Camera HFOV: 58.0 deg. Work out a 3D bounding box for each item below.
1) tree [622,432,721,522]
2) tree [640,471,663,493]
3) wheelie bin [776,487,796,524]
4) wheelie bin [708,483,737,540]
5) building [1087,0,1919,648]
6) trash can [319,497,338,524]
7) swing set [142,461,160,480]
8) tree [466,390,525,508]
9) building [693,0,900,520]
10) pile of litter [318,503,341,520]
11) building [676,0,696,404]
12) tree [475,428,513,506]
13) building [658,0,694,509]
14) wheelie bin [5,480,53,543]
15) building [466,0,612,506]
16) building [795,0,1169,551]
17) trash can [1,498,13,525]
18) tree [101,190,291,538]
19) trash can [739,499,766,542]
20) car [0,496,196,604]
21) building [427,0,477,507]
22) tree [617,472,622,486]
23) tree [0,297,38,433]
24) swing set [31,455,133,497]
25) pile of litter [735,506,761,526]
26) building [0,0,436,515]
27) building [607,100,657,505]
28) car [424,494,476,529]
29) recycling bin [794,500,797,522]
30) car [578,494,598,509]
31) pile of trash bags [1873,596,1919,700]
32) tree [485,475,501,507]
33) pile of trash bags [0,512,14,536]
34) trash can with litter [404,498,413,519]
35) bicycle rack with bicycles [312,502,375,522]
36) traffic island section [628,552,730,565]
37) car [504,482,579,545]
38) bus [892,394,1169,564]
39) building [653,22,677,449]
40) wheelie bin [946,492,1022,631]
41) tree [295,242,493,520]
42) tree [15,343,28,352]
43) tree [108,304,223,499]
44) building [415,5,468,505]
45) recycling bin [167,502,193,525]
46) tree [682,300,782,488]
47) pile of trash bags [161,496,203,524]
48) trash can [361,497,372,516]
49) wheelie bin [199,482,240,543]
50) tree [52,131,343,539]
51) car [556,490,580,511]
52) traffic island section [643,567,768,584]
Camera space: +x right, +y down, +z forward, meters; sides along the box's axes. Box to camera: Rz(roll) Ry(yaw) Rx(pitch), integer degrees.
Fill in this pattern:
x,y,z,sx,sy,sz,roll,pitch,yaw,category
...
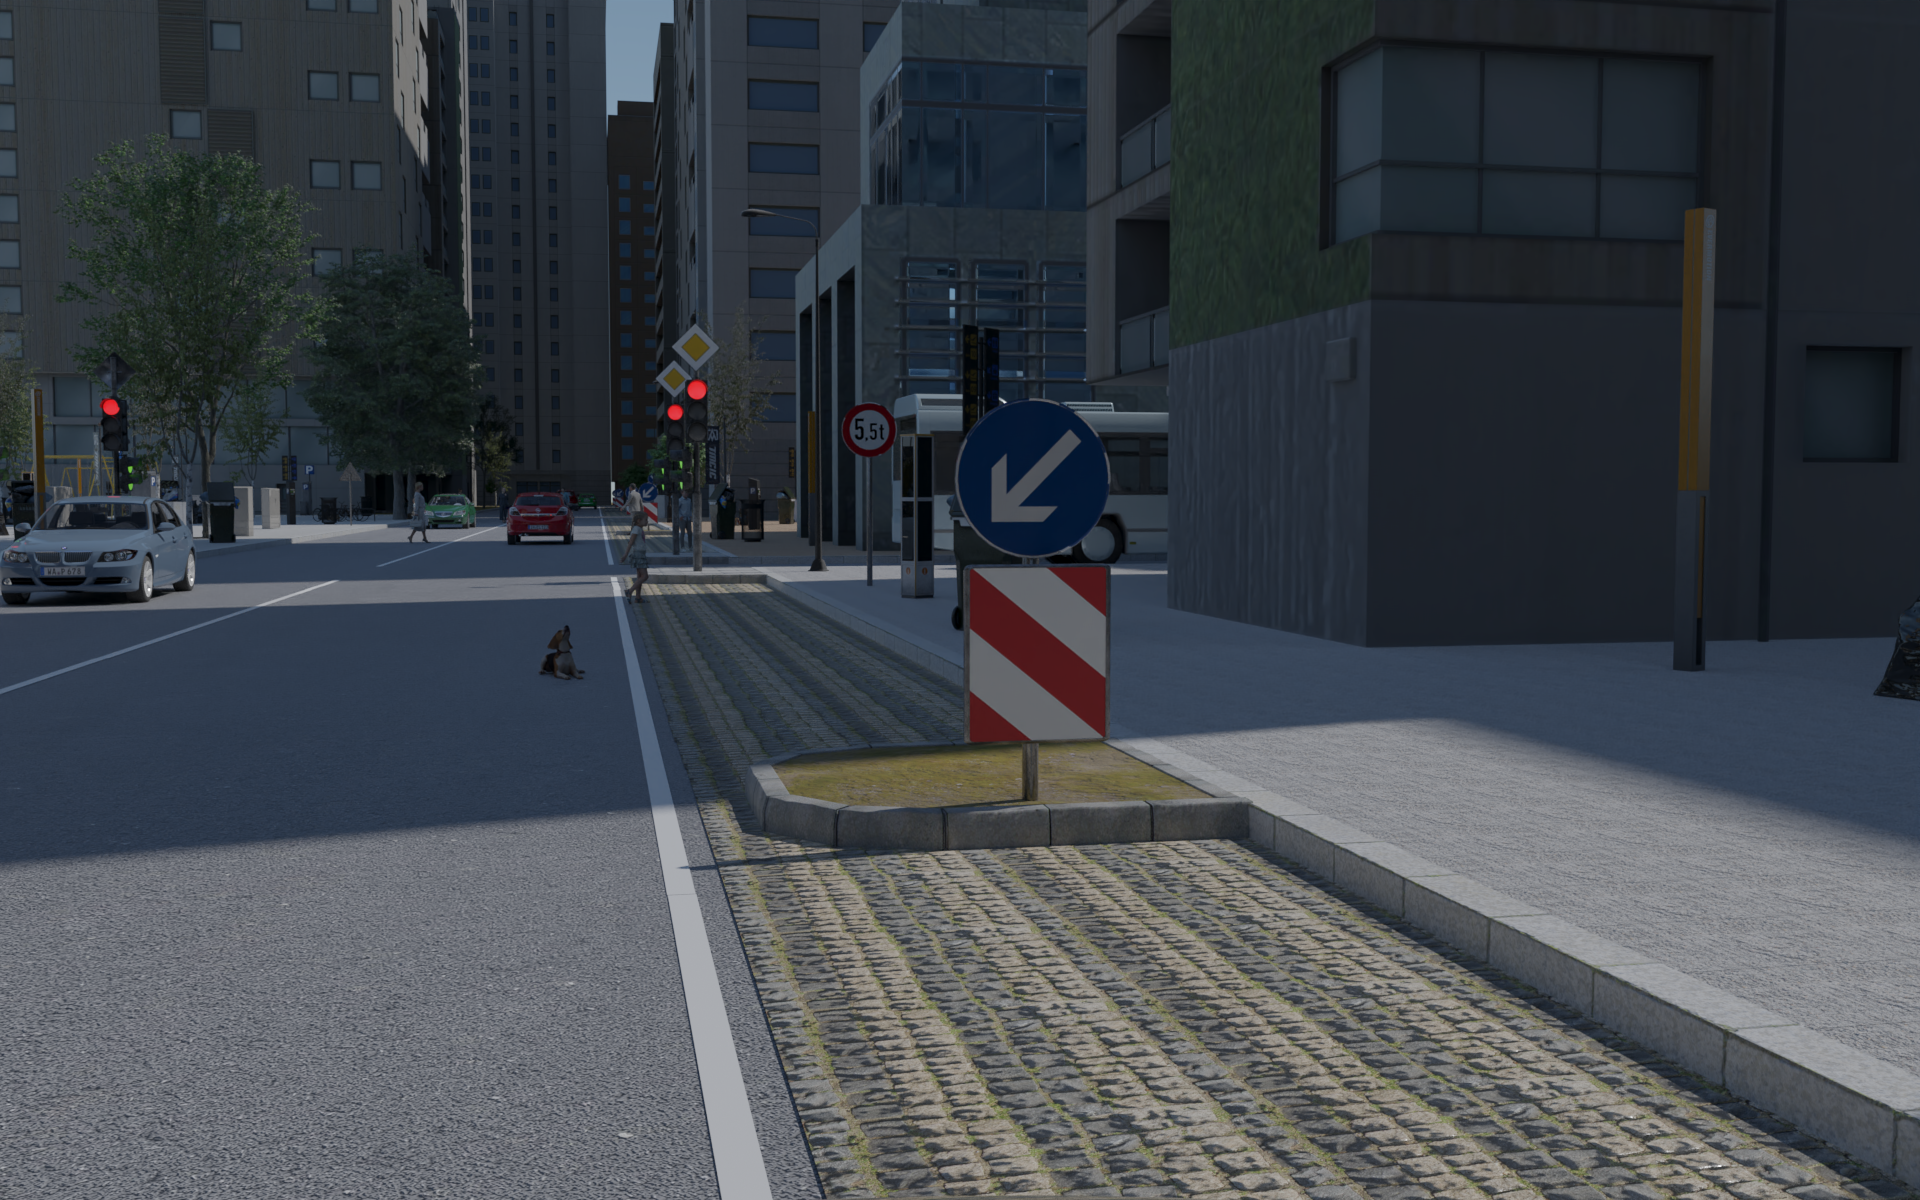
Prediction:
x,y,z,sx,sy,sz,roll,pitch,yaw,category
-12.694,-5.855,79.436,4.285,4.588,4.351,0,3,0,tree
-24.876,-8.825,138.897,1.663,3.219,1.824,0,3,0,tree
-7.409,-4.019,73.620,0.693,1.594,0.980,1,4,13,wheelie bin
-6.721,-2.519,49.096,0.693,1.594,0.980,-2,4,-31,wheelie bin
8.851,-20.656,21.324,14.154,41.232,14.086,-1,4,-12,building
-26.700,-3.770,73.289,0.748,1.137,0.748,0,3,0,trash can
-39.843,-5.188,82.445,3.119,2.851,2.862,-3,5,-42,swing set
-42.345,-13.484,154.869,8.767,10.594,7.601,3,5,44,tree
-4.528,-34.018,98.193,21.231,58.520,28.212,-1,4,-12,building
-31.535,-4.454,86.787,1.176,0.858,1.719,1,4,12,pile of litter
-7.156,-33.107,130.538,28.713,52.752,27.495,-1,4,-12,building
-47.705,-13.907,177.737,4.737,8.622,4.395,0,3,0,tree
-16.639,-43.707,152.857,20.563,71.187,20.611,-1,4,-12,building
-21.521,-1.966,40.051,0.980,1.594,0.693,-2,4,-26,wheelie bin
-55.080,-40.279,200.554,28.212,58.520,21.231,-1,4,-12,building
10.690,-45.116,50.325,31.000,86.520,22.319,-1,4,-12,building
-39.444,-3.689,71.967,0.748,1.137,0.748,0,3,0,trash can
-18.955,-5.628,42.380,4.737,8.622,4.395,0,3,0,tree
-5.555,-2.125,46.396,0.748,1.137,0.748,0,3,0,trash can
-11.925,-0.745,24.189,2.014,1.417,4.499,-1,4,-13,car
-58.392,-44.528,166.289,20.611,71.187,20.563,-1,4,-12,building
-31.315,-11.251,167.668,4.285,4.588,4.351,0,3,0,tree
-36.354,-6.977,64.429,4.360,8.622,3.978,0,3,0,tree
-37.202,-4.641,73.505,3.119,2.851,2.862,-1,4,-16,swing set
-8.921,-3.462,70.562,1.719,0.858,1.176,-1,4,-13,pile of litter
-50.964,-32.314,117.577,28.713,52.752,27.495,-1,4,-12,building
-33.540,-33.728,201.558,14.200,45.320,14.600,-1,4,-12,building
-21.364,-3.715,72.539,2.131,1.459,4.920,-1,4,-10,car
-7.208,-4.039,78.597,0.722,1.027,0.722,-3,5,-43,recycling bin
-35.070,-9.428,162.939,1.959,1.807,4.718,-1,4,-11,car
7.632,-0.090,11.220,3.447,1.369,1.912,-2,4,-34,pile of trash bags
-46.500,-10.855,172.085,1.663,3.219,1.824,0,3,0,tree
-30.211,-2.673,53.464,1.912,1.369,3.447,1,4,21,pile of trash bags
-28.350,-4.704,88.295,0.624,1.170,1.055,1,4,8,trash can with litter
-28.872,-4.143,81.125,2.925,0.926,2.852,-3,5,-43,bicycle rack with bicycles
-5.971,-0.873,36.558,2.009,0.180,2.903,-1,4,-12,traffic island section
-12.211,-2.536,50.512,2.155,1.783,4.494,-1,4,-11,car
5.391,-2.406,34.198,13.247,3.499,2.948,-1,4,-13,bus
-19.552,-33.688,174.498,21.300,48.544,21.600,-1,4,-12,building
0.310,-0.514,16.304,0.980,1.594,0.693,2,4,29,wheelie bin
-28.189,-10.991,86.350,9.857,13.997,8.962,0,3,0,tree
-44.436,-7.923,79.905,4.737,8.622,4.395,0,3,0,tree
-30.544,-7.075,66.031,4.360,8.622,3.978,0,3,0,tree
-47.957,-27.920,140.092,14.154,41.232,14.086,-1,4,-12,building
-25.339,-2.657,55.999,0.722,1.027,0.722,2,4,33,recycling bin
-8.919,-7.103,66.494,4.360,8.622,3.978,0,3,0,tree
-33.574,-3.928,73.981,1.912,1.369,3.447,1,4,12,pile of trash bags
-34.313,-5.413,100.154,0.748,1.137,0.748,0,3,0,trash can
-19.460,-2.300,45.520,0.980,1.594,0.693,-2,4,-30,wheelie bin
-21.688,-7.579,49.670,9.928,11.665,9.643,0,3,0,tree
-33.650,-8.518,147.935,2.281,1.827,5.304,-1,4,-11,car
-4.330,-0.395,28.743,2.009,0.180,2.903,-1,4,-12,traffic island section
